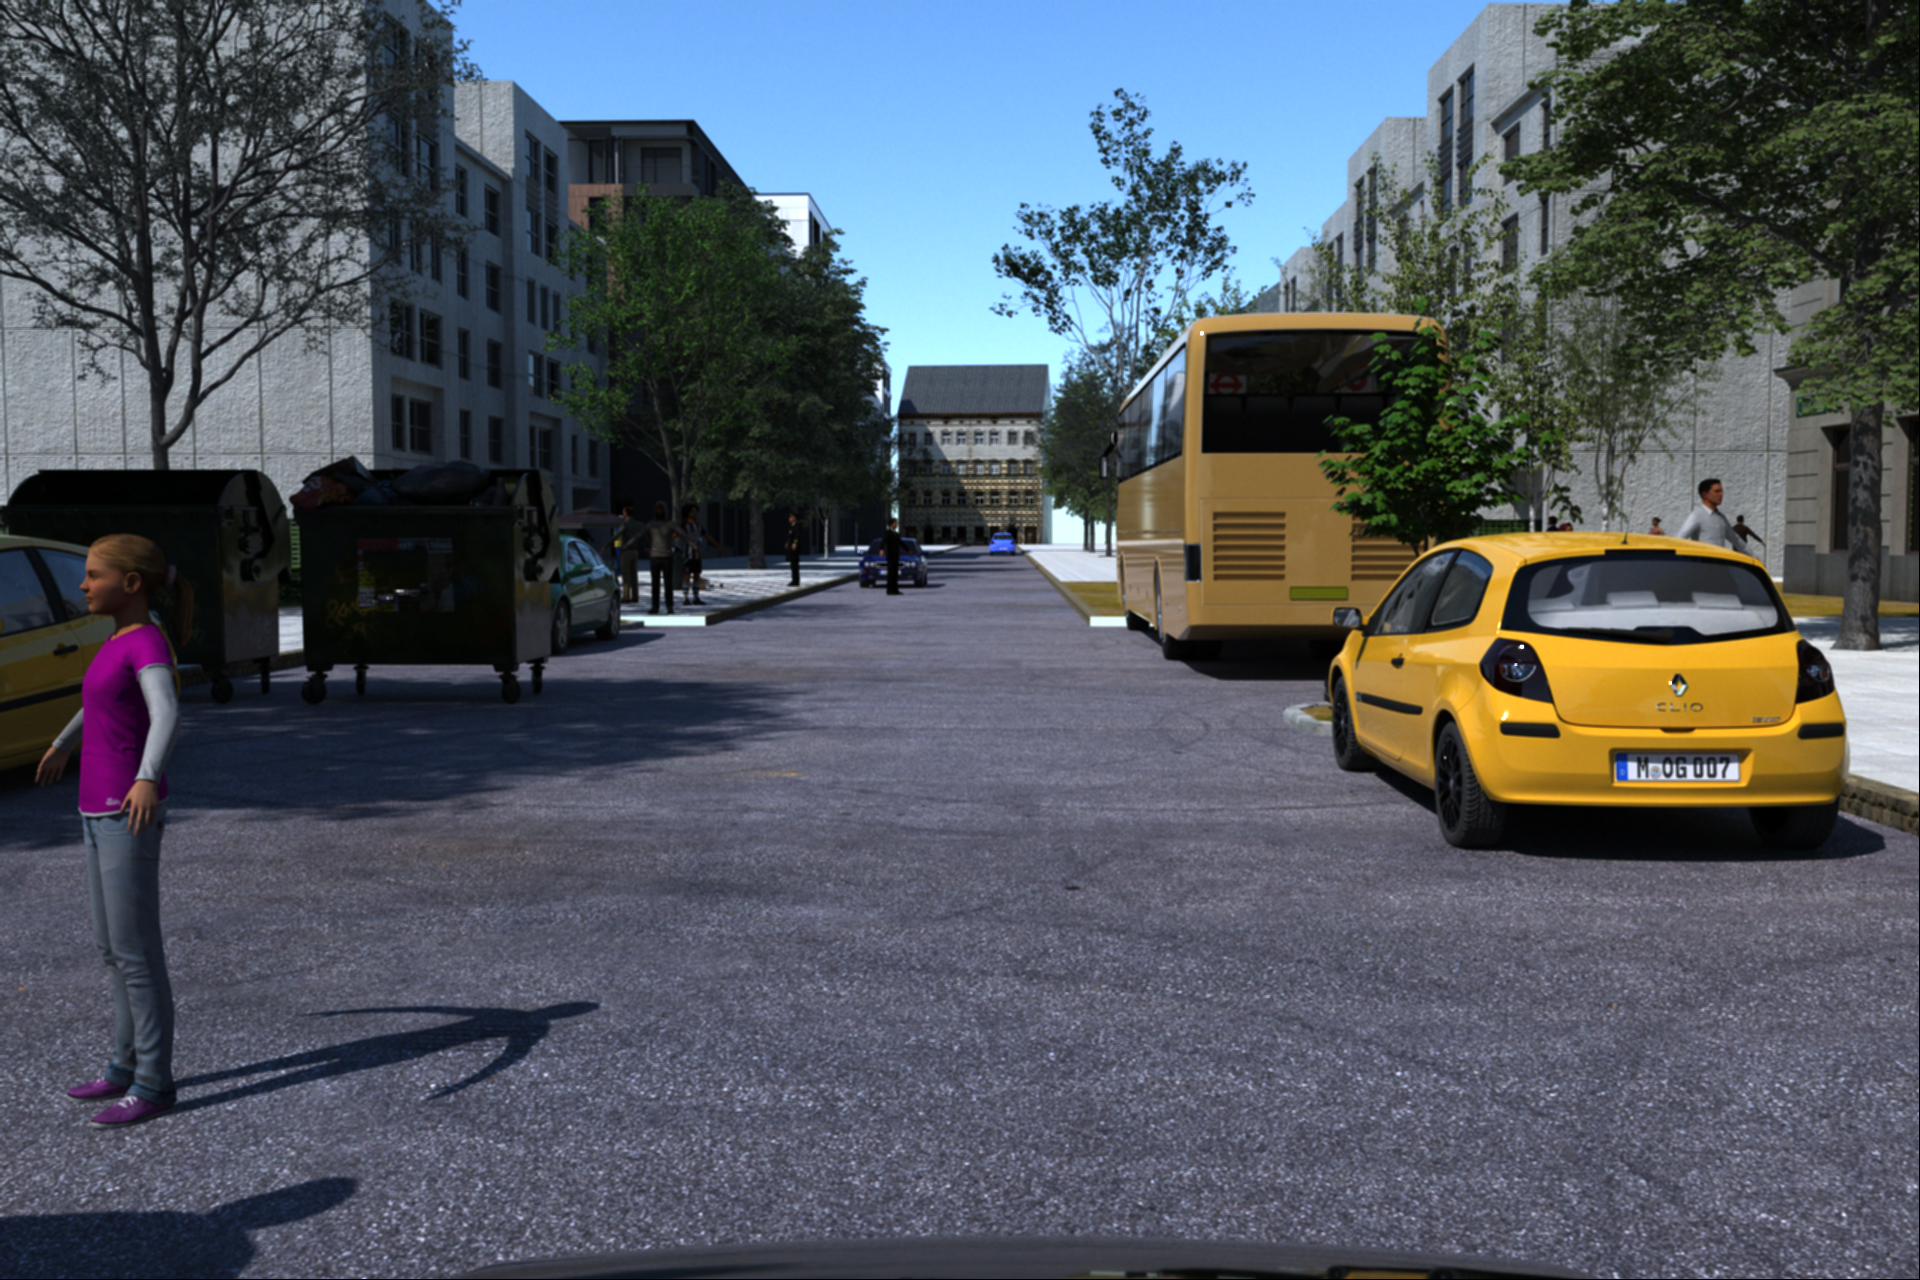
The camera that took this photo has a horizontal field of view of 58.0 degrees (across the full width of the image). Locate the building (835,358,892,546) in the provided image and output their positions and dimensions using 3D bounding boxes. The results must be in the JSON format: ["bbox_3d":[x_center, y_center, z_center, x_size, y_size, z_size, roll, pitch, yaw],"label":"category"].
[{"bbox_3d":[-22.973,-21.749,199.563,27.936,21.610,32.646,0,4,2],"label":"building"}]

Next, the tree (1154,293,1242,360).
[{"bbox_3d":[7.753,-6.344,54.089,4.737,8.622,4.395,0,3,0],"label":"tree"}]

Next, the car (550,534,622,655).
[{"bbox_3d":[-5.602,-0.632,22.130,2.131,1.459,4.920,0,4,1],"label":"car"}]

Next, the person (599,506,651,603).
[{"bbox_3d":[-6.173,-1.586,32.208,0.705,1.796,1.348,2,4,31],"label":"person"}]

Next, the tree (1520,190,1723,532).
[{"bbox_3d":[14.004,-5.365,38.081,4.360,8.622,3.978,0,3,0],"label":"tree"}]

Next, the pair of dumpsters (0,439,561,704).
[{"bbox_3d":[-5.814,-0.615,15.004,4.436,2.255,1.574,0,4,2],"label":"pair of dumpsters"}]

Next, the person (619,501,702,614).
[{"bbox_3d":[-4.804,-1.329,27.853,1.348,1.813,0.705,0,4,3],"label":"person"}]

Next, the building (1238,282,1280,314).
[{"bbox_3d":[28.378,-19.396,148.049,19.493,23.208,18.063,0,4,2],"label":"building"}]

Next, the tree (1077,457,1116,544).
[{"bbox_3d":[18.923,-19.184,220.315,9.857,13.997,8.962,0,3,0],"label":"tree"}]

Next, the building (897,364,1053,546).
[{"bbox_3d":[2.329,-23.863,223.548,18.063,23.208,19.493,0,4,7],"label":"building"}]

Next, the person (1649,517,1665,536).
[{"bbox_3d":[18.611,-2.432,46.560,0.721,1.733,1.217,-1,4,-13],"label":"person"}]

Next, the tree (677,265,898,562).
[{"bbox_3d":[-7.712,-10.503,78.379,9.857,13.997,8.962,0,3,0],"label":"tree"}]

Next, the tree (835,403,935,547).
[{"bbox_3d":[-6.315,-11.612,124.265,8.767,10.594,7.601,-2,4,-25],"label":"tree"}]

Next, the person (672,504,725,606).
[{"bbox_3d":[-4.808,-1.530,31.154,0.704,1.843,1.345,3,5,43],"label":"person"}]

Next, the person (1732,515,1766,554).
[{"bbox_3d":[21.976,-2.608,48.786,1.346,1.812,0.704,3,5,43],"label":"person"}]

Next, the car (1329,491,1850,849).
[{"bbox_3d":[3.115,0.056,9.316,2.015,1.641,3.980,0,4,1],"label":"car"}]

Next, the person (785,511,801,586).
[{"bbox_3d":[-4.108,-2.248,42.695,0.705,1.837,1.347,-1,4,-13],"label":"person"}]

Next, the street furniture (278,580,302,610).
[{"bbox_3d":[-11.736,-1.067,33.077,5.734,0.657,10.072,-2,4,-26],"label":"street furniture"}]

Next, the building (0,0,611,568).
[{"bbox_3d":[-25.759,-12.336,68.146,16.747,18.905,31.486,0,4,2],"label":"building"}]

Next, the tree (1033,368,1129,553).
[{"bbox_3d":[8.838,-12.277,118.850,7.486,12.596,7.792,0,3,0],"label":"tree"}]

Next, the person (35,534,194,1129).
[{"bbox_3d":[-2.117,0.456,4.267,0.599,1.433,0.991,-3,4,-39],"label":"person"}]

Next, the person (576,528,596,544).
[{"bbox_3d":[-13.438,-3.410,61.947,0.705,1.806,1.347,1,4,18],"label":"person"}]

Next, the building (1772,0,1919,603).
[{"bbox_3d":[25.259,-14.603,15.182,17.030,29.872,44.131,0,4,1],"label":"building"}]

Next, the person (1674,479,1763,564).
[{"bbox_3d":[7.215,-0.641,16.634,1.344,1.810,0.704,-2,4,-29],"label":"person"}]

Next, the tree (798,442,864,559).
[{"bbox_3d":[-6.967,-8.515,89.586,4.360,8.622,3.978,0,3,0],"label":"tree"}]

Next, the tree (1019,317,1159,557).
[{"bbox_3d":[8.551,-11.448,97.552,12.009,13.543,11.850,0,3,0],"label":"tree"}]

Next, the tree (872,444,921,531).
[{"bbox_3d":[-5.714,-11.142,132.534,4.360,8.622,3.978,0,3,0],"label":"tree"}]

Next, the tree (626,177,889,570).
[{"bbox_3d":[-7.351,-9.517,62.252,9.857,13.997,8.962,0,3,0],"label":"tree"}]

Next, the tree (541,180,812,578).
[{"bbox_3d":[-8.198,-7.622,50.381,9.928,11.665,9.643,0,3,0],"label":"tree"}]

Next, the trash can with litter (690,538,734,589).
[{"bbox_3d":[-6.182,-1.877,41.746,1.678,1.210,2.233,0,4,1],"label":"trash can with litter"}]

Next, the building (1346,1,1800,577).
[{"bbox_3d":[26.185,-12.224,66.313,16.747,18.905,31.486,0,4,2],"label":"building"}]

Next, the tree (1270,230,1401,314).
[{"bbox_3d":[9.302,-5.629,42.400,4.360,8.622,3.978,0,3,0],"label":"tree"}]

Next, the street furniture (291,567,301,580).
[{"bbox_3d":[-14.441,-1.835,45.621,5.734,0.657,10.072,0,4,7],"label":"street furniture"}]

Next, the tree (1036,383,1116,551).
[{"bbox_3d":[9.140,-12.953,129.904,7.486,12.596,7.792,0,3,0],"label":"tree"}]

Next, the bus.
[{"bbox_3d":[3.582,-1.896,22.550,2.896,3.916,12.252,0,4,2],"label":"bus"}]

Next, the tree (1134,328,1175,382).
[{"bbox_3d":[7.585,-6.890,63.018,4.360,8.622,3.978,0,3,0],"label":"tree"}]

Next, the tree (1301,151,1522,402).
[{"bbox_3d":[8.633,-5.027,32.546,4.737,8.622,4.395,0,3,0],"label":"tree"}]

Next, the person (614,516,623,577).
[{"bbox_3d":[-10.126,-2.805,51.824,0.705,1.833,1.349,0,4,4],"label":"person"}]

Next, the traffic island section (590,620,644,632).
[{"bbox_3d":[-5.895,-0.212,26.337,1.991,0.108,1.994,0,4,2],"label":"traffic island section"}]

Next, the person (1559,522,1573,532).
[{"bbox_3d":[8.188,-0.862,23.302,0.989,1.438,0.599,-2,4,-32],"label":"person"}]

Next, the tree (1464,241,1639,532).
[{"bbox_3d":[14.731,-5.709,43.705,4.737,8.622,4.395,0,3,0],"label":"tree"}]

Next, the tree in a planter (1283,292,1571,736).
[{"bbox_3d":[3.472,-0.957,12.865,1.991,3.239,1.994,0,4,2],"label":"tree in a planter"}]

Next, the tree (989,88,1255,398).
[{"bbox_3d":[6.941,-13.506,76.717,12.611,20.169,13.585,0,3,0],"label":"tree"}]

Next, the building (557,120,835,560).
[{"bbox_3d":[-23.051,-15.807,102.422,27.936,21.610,32.646,0,4,2],"label":"building"}]

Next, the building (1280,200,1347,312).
[{"bbox_3d":[29.037,-14.242,99.314,16.747,18.905,31.486,0,4,2],"label":"building"}]

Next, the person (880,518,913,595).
[{"bbox_3d":[-1.553,-1.965,40.767,0.705,1.806,1.347,2,4,30],"label":"person"}]

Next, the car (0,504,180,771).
[{"bbox_3d":[-5.928,0.043,9.513,2.015,1.641,3.980,0,4,1],"label":"car"}]

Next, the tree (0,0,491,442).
[{"bbox_3d":[-11.735,-7.038,25.440,12.009,13.543,11.850,0,3,0],"label":"tree"}]

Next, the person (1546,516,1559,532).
[{"bbox_3d":[15.094,-2.305,44.408,1.216,1.740,0.721,-2,4,-34],"label":"person"}]

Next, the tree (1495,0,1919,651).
[{"bbox_3d":[10.037,-6.187,19.281,7.486,12.596,7.792,0,3,0],"label":"tree"}]

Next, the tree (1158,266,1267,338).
[{"bbox_3d":[7.105,-6.013,48.668,4.737,8.622,4.395,0,3,0],"label":"tree"}]

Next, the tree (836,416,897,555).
[{"bbox_3d":[-6.127,-9.509,105.834,4.737,8.622,4.395,0,3,0],"label":"tree"}]

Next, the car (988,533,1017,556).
[{"bbox_3d":[2.815,-6.424,114.623,1.945,1.707,3.694,0,4,1],"label":"car"}]

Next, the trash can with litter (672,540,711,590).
[{"bbox_3d":[-6.247,-1.736,39.775,1.055,1.170,0.624,0,4,2],"label":"trash can with litter"}]

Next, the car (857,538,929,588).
[{"bbox_3d":[-1.799,-2.130,47.406,1.945,1.354,3.894,0,4,1],"label":"car"}]
